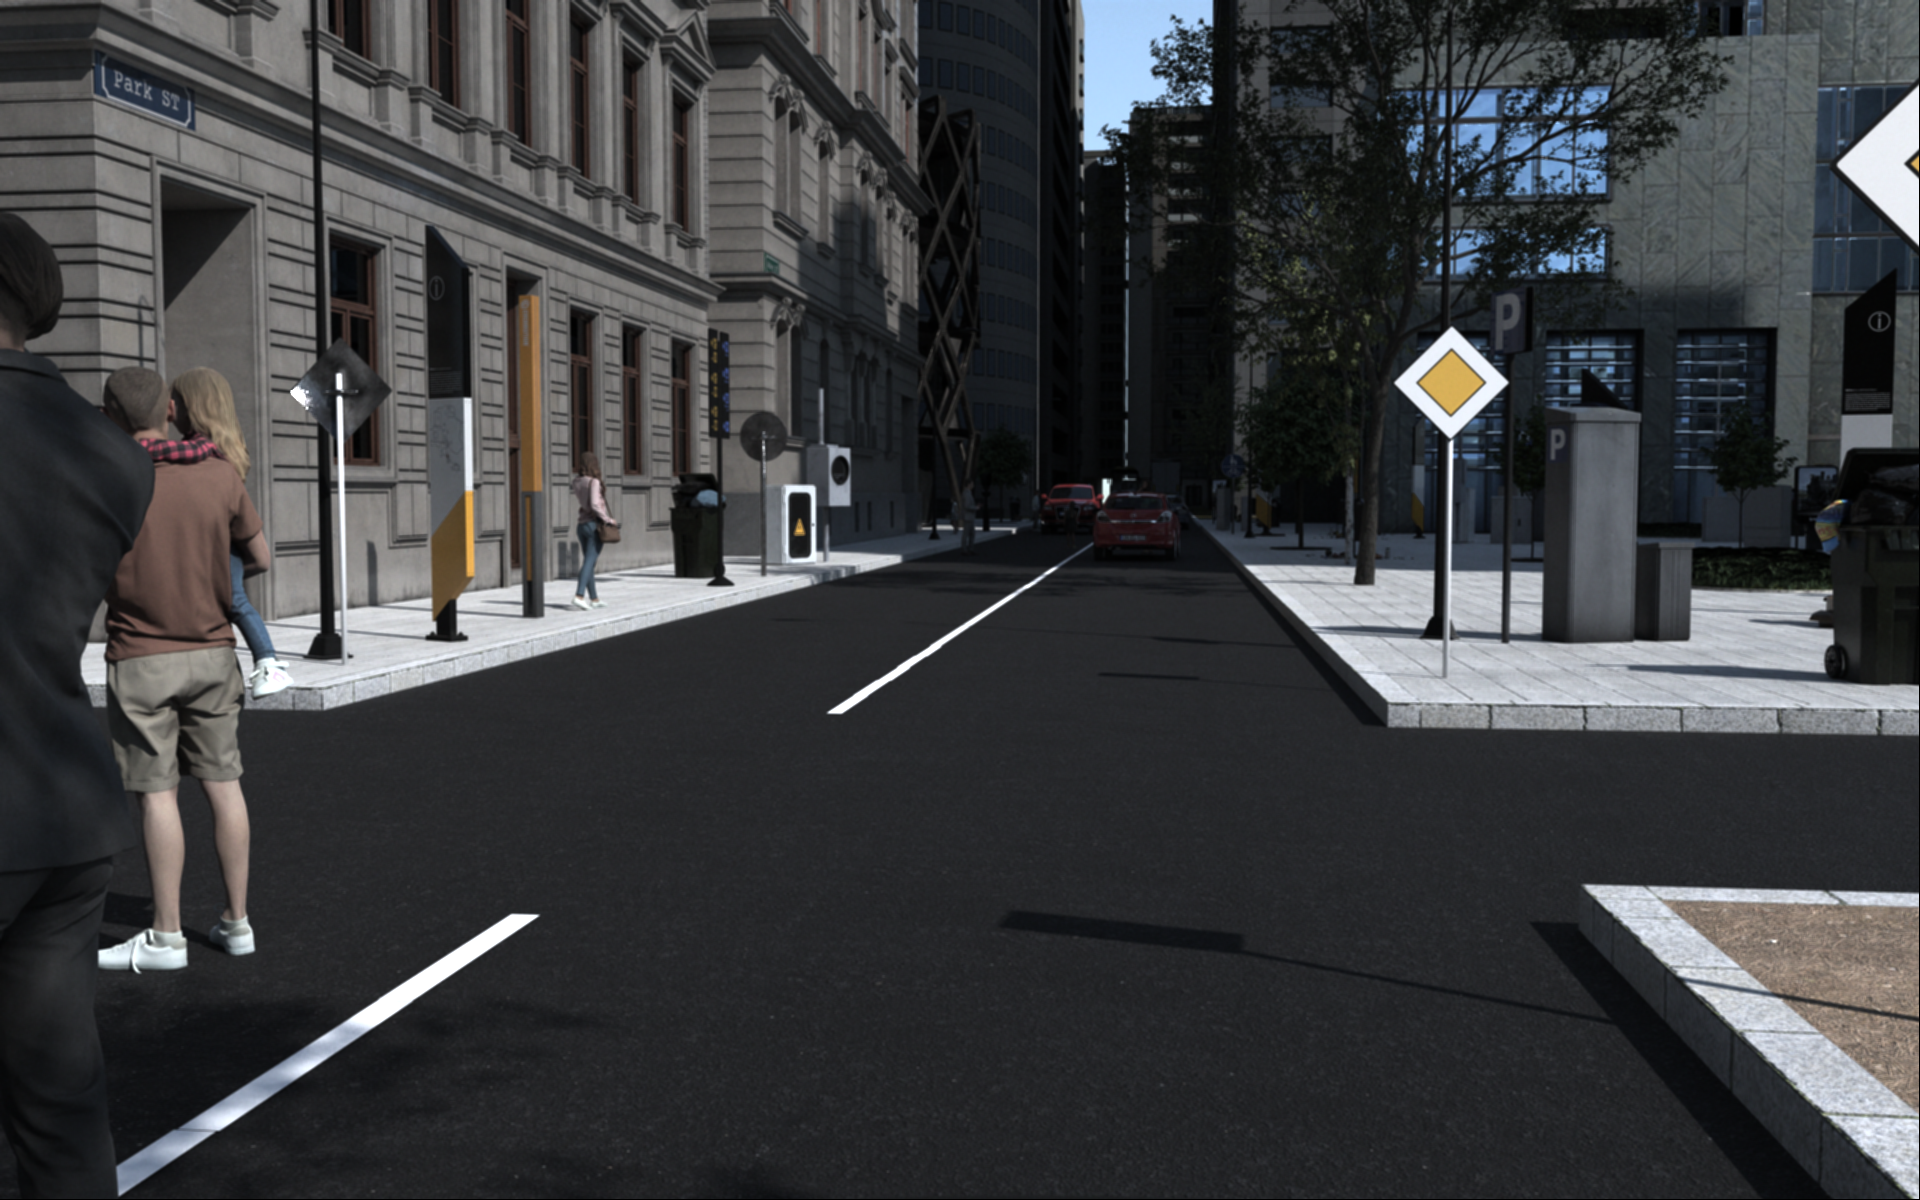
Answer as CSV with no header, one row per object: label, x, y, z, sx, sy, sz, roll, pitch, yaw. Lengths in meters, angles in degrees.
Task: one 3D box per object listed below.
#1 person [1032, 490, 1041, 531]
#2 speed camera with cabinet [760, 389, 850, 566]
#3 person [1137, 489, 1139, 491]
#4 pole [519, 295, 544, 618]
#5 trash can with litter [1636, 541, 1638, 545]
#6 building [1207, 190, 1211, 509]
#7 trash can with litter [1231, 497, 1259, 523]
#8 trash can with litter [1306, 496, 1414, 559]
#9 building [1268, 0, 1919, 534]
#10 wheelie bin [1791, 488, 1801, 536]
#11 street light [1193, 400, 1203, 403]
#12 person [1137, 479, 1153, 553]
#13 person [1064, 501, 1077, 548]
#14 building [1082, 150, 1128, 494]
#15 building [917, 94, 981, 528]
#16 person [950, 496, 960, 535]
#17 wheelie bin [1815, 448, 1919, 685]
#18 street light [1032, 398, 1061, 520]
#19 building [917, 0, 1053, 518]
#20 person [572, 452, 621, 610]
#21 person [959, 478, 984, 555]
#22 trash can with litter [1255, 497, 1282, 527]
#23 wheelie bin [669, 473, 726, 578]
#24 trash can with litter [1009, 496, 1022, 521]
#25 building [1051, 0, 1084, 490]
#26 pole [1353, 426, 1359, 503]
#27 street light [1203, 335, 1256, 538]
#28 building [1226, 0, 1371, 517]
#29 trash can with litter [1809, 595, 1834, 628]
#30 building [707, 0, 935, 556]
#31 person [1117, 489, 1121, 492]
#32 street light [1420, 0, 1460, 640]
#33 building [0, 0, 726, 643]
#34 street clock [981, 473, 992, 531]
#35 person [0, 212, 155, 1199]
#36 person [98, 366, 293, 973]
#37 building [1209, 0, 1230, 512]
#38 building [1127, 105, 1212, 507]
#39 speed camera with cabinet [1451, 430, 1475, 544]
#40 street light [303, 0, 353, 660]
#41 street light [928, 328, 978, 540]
person,2.964,-3.461,66.902,0.330,1.601,0.589,0,4,-4
speed camera with cabinet,-2.827,-2.297,31.889,0.660,3.252,2.038,2,4,33
person,15.226,-8.516,147.721,1.348,1.826,0.705,2,4,26
pole,-4.432,-1.471,17.902,0.158,3.312,0.155,0,3,0
trash can with litter,15.745,-1.870,41.635,2.233,1.210,1.678,-1,4,-17
building,28.992,-23.326,153.076,14.160,30.474,14.107,0,4,7
trash can with litter,12.879,-4.133,78.634,2.233,1.210,1.678,-1,4,-11
trash can with litter,7.912,-1.454,34.832,1.678,1.210,2.233,-2,4,-28
building,24.629,-46.179,67.697,22.319,86.520,31.000,0,4,7
wheelie bin,25.583,-2.756,52.977,0.693,1.594,0.980,2,4,29
street light,12.227,-6.931,85.862,1.470,5.913,1.316,0,4,7
person,4.513,-2.017,41.732,0.529,1.795,0.600,-3,5,-44
person,2.949,-2.017,46.155,0.362,1.253,0.373,1,4,16
building,6.247,-30.320,187.610,23.993,40.220,32.217,0,4,7
building,-7.767,-12.200,66.923,16.820,18.784,16.811,0,4,7
person,-0.123,-2.679,54.857,0.382,1.210,0.505,-1,4,-12
wheelie bin,6.386,-0.238,11.795,0.980,1.594,0.693,0,4,4
street light,4.182,-6.829,84.197,1.470,5.913,1.316,0,4,7
building,-5.898,-34.300,102.801,21.231,58.520,28.212,0,4,7
person,-4.147,-0.776,19.326,0.593,1.750,0.643,3,5,42
person,0.280,-1.942,40.452,0.583,1.804,0.606,0,4,-7
trash can with litter,11.878,-3.389,66.801,1.055,1.170,0.624,3,5,42
wheelie bin,-4.006,-1.138,26.514,0.980,1.594,0.693,2,4,26
trash can with litter,2.732,-4.351,82.530,0.624,1.170,1.055,-1,4,-16
building,-0.147,-32.354,152.696,21.600,48.544,21.300,0,4,7
pole,11.749,-3.531,51.581,0.158,3.312,0.155,0,3,0
street light,7.937,-4.773,50.572,1.470,5.913,1.316,0,4,7
building,27.603,-34.687,109.126,21.231,58.520,28.212,0,4,7
trash can with litter,8.761,-0.316,16.558,1.055,1.170,0.624,-1,4,-11
building,-8.760,-15.845,46.454,14.401,28.519,23.554,0,4,7
person,9.961,-6.086,108.682,0.551,1.740,0.621,-2,4,-32
street light,3.726,-2.614,15.273,1.470,5.913,1.316,0,4,7
building,-11.085,-11.516,24.443,11.583,22.565,21.152,0,4,7
street clock,0.902,-3.361,59.522,0.358,2.002,0.471,2,4,24
person,-1.479,0.357,2.463,0.447,1.846,0.655,1,4,13
person,-2.398,0.190,5.374,0.573,1.828,0.580,0,4,1
building,30.471,-31.219,134.125,21.300,48.544,21.600,0,4,7
building,24.145,-30.175,176.961,14.086,41.232,14.154,0,4,7
speed camera with cabinet,13.013,-3.117,45.305,0.660,3.252,2.038,2,4,26
street light,-4.404,-2.493,13.294,1.470,5.913,1.316,0,4,7
street light,-0.185,-4.651,48.592,1.470,5.913,1.316,0,4,7
